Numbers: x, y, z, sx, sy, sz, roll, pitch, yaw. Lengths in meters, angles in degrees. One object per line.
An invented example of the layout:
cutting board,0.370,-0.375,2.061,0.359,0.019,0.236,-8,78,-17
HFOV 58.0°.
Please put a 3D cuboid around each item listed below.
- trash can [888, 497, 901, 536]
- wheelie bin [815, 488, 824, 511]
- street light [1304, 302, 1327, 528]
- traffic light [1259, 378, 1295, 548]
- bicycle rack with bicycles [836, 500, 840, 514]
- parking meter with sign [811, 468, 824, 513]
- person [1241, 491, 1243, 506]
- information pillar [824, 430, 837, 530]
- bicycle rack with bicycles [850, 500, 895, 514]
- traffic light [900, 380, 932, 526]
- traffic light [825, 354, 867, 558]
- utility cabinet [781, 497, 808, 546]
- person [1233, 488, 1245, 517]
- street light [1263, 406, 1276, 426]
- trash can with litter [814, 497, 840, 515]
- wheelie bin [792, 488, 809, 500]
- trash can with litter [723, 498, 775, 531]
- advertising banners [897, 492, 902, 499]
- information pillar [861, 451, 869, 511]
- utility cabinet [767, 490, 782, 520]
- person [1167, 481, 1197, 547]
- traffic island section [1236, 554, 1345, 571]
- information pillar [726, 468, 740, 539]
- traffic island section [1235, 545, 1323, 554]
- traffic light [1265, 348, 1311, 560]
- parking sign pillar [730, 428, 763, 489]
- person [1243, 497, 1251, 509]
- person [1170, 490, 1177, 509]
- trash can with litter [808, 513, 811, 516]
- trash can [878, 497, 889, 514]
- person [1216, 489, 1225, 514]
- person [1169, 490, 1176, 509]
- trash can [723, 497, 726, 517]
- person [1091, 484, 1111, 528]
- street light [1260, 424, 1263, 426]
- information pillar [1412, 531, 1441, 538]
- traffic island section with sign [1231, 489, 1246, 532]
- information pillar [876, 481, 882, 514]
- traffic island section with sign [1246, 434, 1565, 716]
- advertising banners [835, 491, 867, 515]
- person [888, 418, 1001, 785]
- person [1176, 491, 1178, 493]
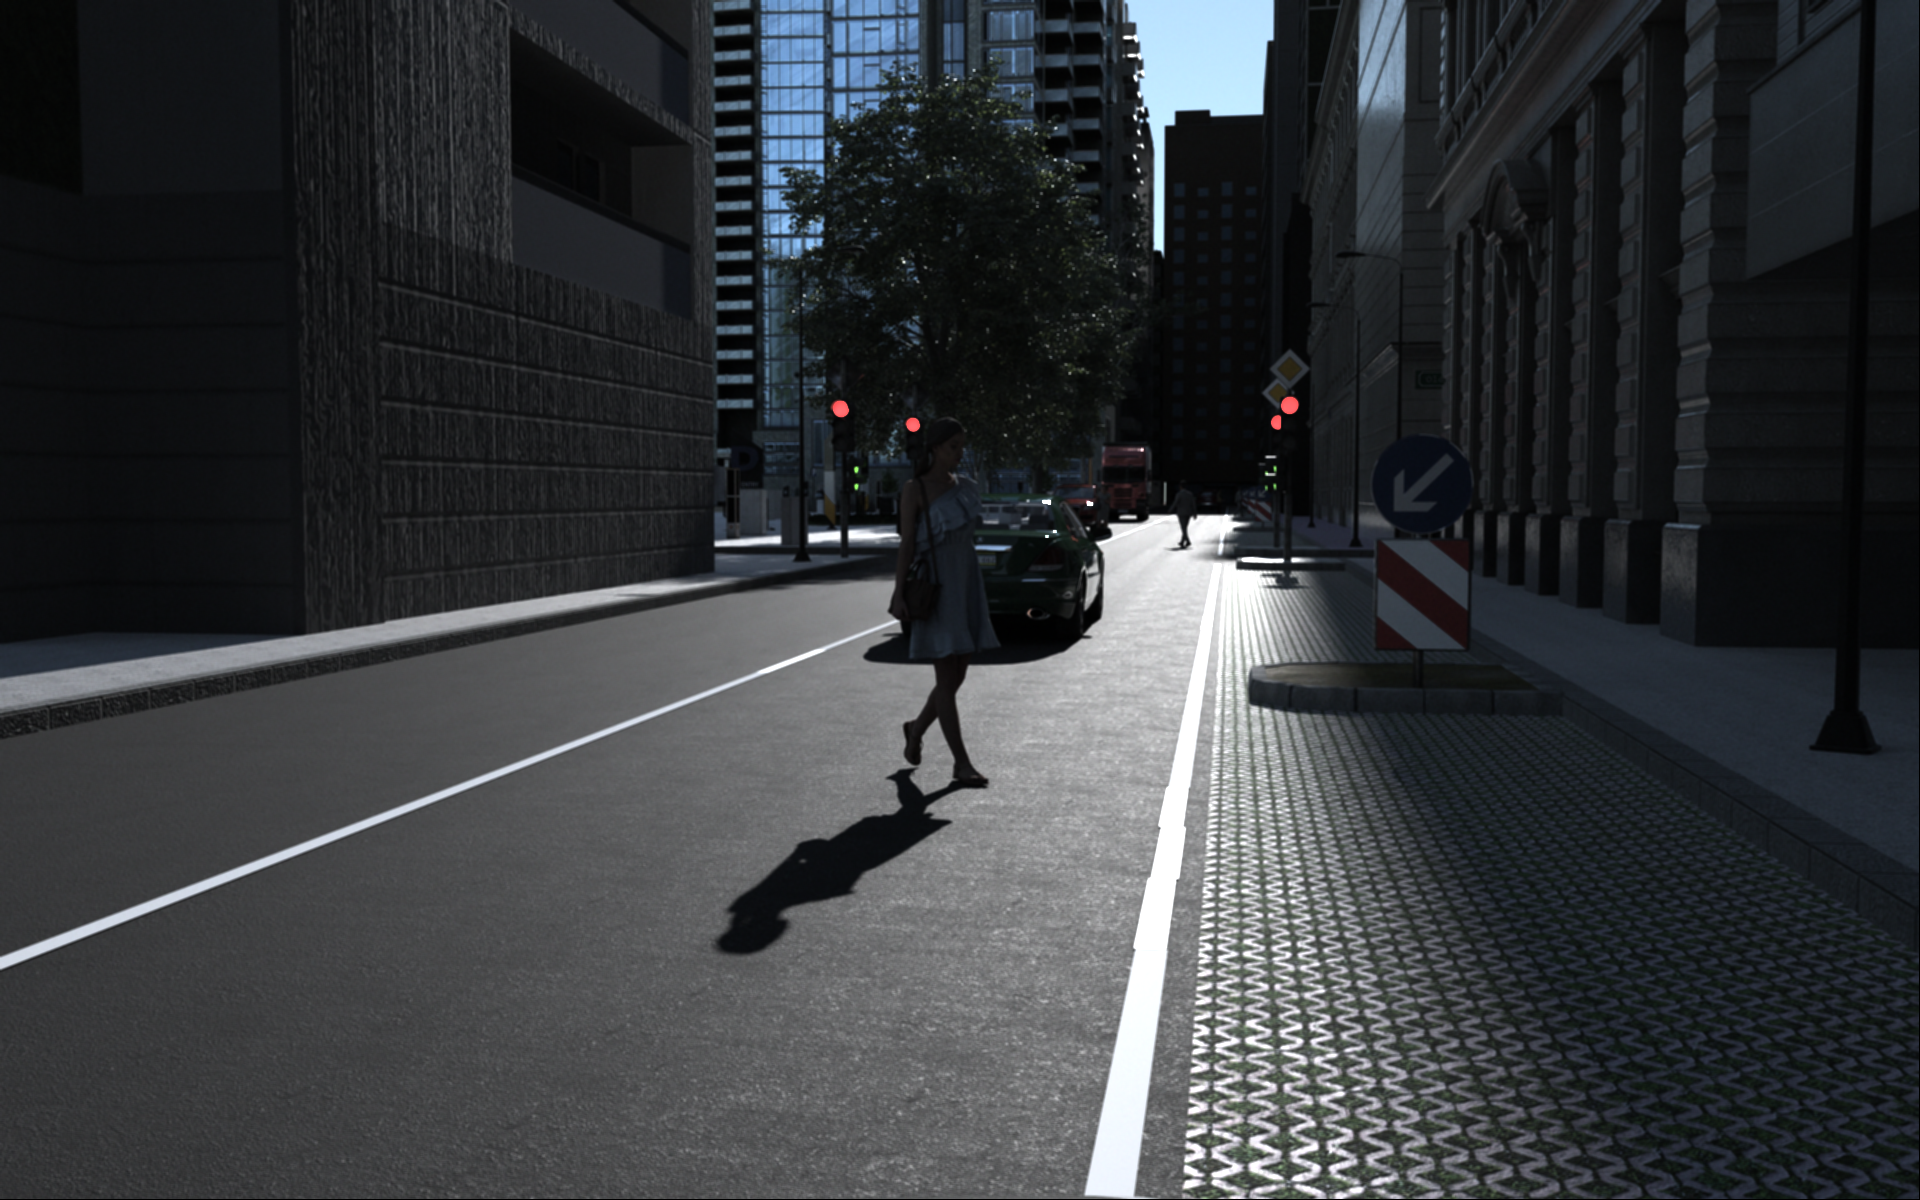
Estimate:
trash can,-1.638,-2.522,52.894,0.748,1.137,0.748,0,3,0
wheelie bin,-6.920,-4.833,86.931,0.693,1.594,0.980,0,4,3
street light,9.080,-4.248,41.994,1.470,5.913,1.316,1,4,9
traffic light,7.574,-3.211,41.423,0.839,4.253,0.868,1,4,9
bicycle rack with bicycles,-7.666,-5.933,110.384,2.925,0.926,2.852,2,4,30
parking meter with sign,-9.152,-7.354,116.496,1.738,3.016,0.543,2,4,28
person,26.945,-9.531,165.051,1.217,1.743,0.721,3,4,38
information pillar,-4.709,-4.367,62.750,0.504,3.616,0.183,3,5,39
bicycle rack with bicycles,-4.985,-5.468,102.790,2.925,0.926,2.852,1,4,11
traffic light,-1.085,-3.292,42.752,0.839,4.253,0.868,1,4,9
traffic light,-2.315,-2.810,34.862,0.839,4.253,0.868,1,4,9
utility cabinet,-4.149,-1.971,43.393,0.306,1.237,1.020,1,4,20
person,17.500,-6.108,108.474,0.850,1.850,0.679,-1,4,-10
street light,16.878,-7.262,91.279,1.470,5.913,1.316,1,4,9
trash can with litter,-7.658,-5.369,98.840,2.233,1.210,1.678,1,4,17
wheelie bin,-8.379,-5.091,91.151,0.980,1.594,0.693,1,4,11
trash can with litter,-7.410,-3.059,61.072,2.233,1.210,1.678,-2,4,-32
advertising banners,-3.198,-7.310,115.709,2.074,3.025,0.090,-1,4,-13
information pillar,-5.038,-6.111,91.270,0.504,3.616,0.183,-3,5,-41
utility cabinet,-9.518,-4.871,88.324,0.318,1.500,1.173,2,4,28
person,6.097,-2.349,47.176,0.678,1.792,0.850,-2,4,-25
traffic island section,6.382,-0.695,33.641,2.009,0.180,2.903,1,4,9
information pillar,-6.518,-2.768,49.744,0.304,2.012,0.304,1,4,16
traffic island section,7.612,-1.177,41.531,2.009,0.180,2.903,1,4,9
traffic light,6.344,-2.729,33.533,0.839,4.253,0.868,1,4,9
parking sign pillar,-8.643,-4.998,70.194,1.447,3.967,1.447,0,4,2
person,24.374,-8.549,148.285,1.348,1.824,0.705,-3,4,-39
person,20.423,-9.512,164.037,1.348,1.821,0.705,2,4,33
trash can with litter,-8.815,-5.146,95.528,0.624,1.170,1.055,-2,4,-26
trash can,-3.534,-4.332,82.482,0.748,1.137,0.748,0,3,0
person,18.437,-6.993,122.931,0.705,1.812,1.348,-1,4,-13
person,20.737,-9.762,168.113,0.705,1.822,1.348,2,4,35
trash can,-12.695,-5.097,94.984,0.748,1.137,0.748,0,3,0
person,4.857,-3.123,59.912,0.716,1.782,0.532,1,4,20
street light,20.669,-8.740,115.441,1.470,5.913,1.316,1,4,9
information pillar,6.489,-1.198,24.077,0.304,2.012,0.304,3,5,45
traffic island section with sign,11.440,-3.512,66.056,1.989,1.847,2.006,1,4,9
information pillar,-4.383,-5.463,93.811,0.304,2.012,0.304,0,4,7
traffic island section with sign,3.048,-0.217,12.174,1.989,1.847,2.006,1,4,9
advertising banners,-5.110,-4.967,77.403,2.074,3.025,0.090,1,4,23
person,-0.124,-0.008,8.720,0.616,1.811,0.778,-2,4,-35
person,21.246,-9.875,170.671,0.721,1.736,1.217,1,4,8
